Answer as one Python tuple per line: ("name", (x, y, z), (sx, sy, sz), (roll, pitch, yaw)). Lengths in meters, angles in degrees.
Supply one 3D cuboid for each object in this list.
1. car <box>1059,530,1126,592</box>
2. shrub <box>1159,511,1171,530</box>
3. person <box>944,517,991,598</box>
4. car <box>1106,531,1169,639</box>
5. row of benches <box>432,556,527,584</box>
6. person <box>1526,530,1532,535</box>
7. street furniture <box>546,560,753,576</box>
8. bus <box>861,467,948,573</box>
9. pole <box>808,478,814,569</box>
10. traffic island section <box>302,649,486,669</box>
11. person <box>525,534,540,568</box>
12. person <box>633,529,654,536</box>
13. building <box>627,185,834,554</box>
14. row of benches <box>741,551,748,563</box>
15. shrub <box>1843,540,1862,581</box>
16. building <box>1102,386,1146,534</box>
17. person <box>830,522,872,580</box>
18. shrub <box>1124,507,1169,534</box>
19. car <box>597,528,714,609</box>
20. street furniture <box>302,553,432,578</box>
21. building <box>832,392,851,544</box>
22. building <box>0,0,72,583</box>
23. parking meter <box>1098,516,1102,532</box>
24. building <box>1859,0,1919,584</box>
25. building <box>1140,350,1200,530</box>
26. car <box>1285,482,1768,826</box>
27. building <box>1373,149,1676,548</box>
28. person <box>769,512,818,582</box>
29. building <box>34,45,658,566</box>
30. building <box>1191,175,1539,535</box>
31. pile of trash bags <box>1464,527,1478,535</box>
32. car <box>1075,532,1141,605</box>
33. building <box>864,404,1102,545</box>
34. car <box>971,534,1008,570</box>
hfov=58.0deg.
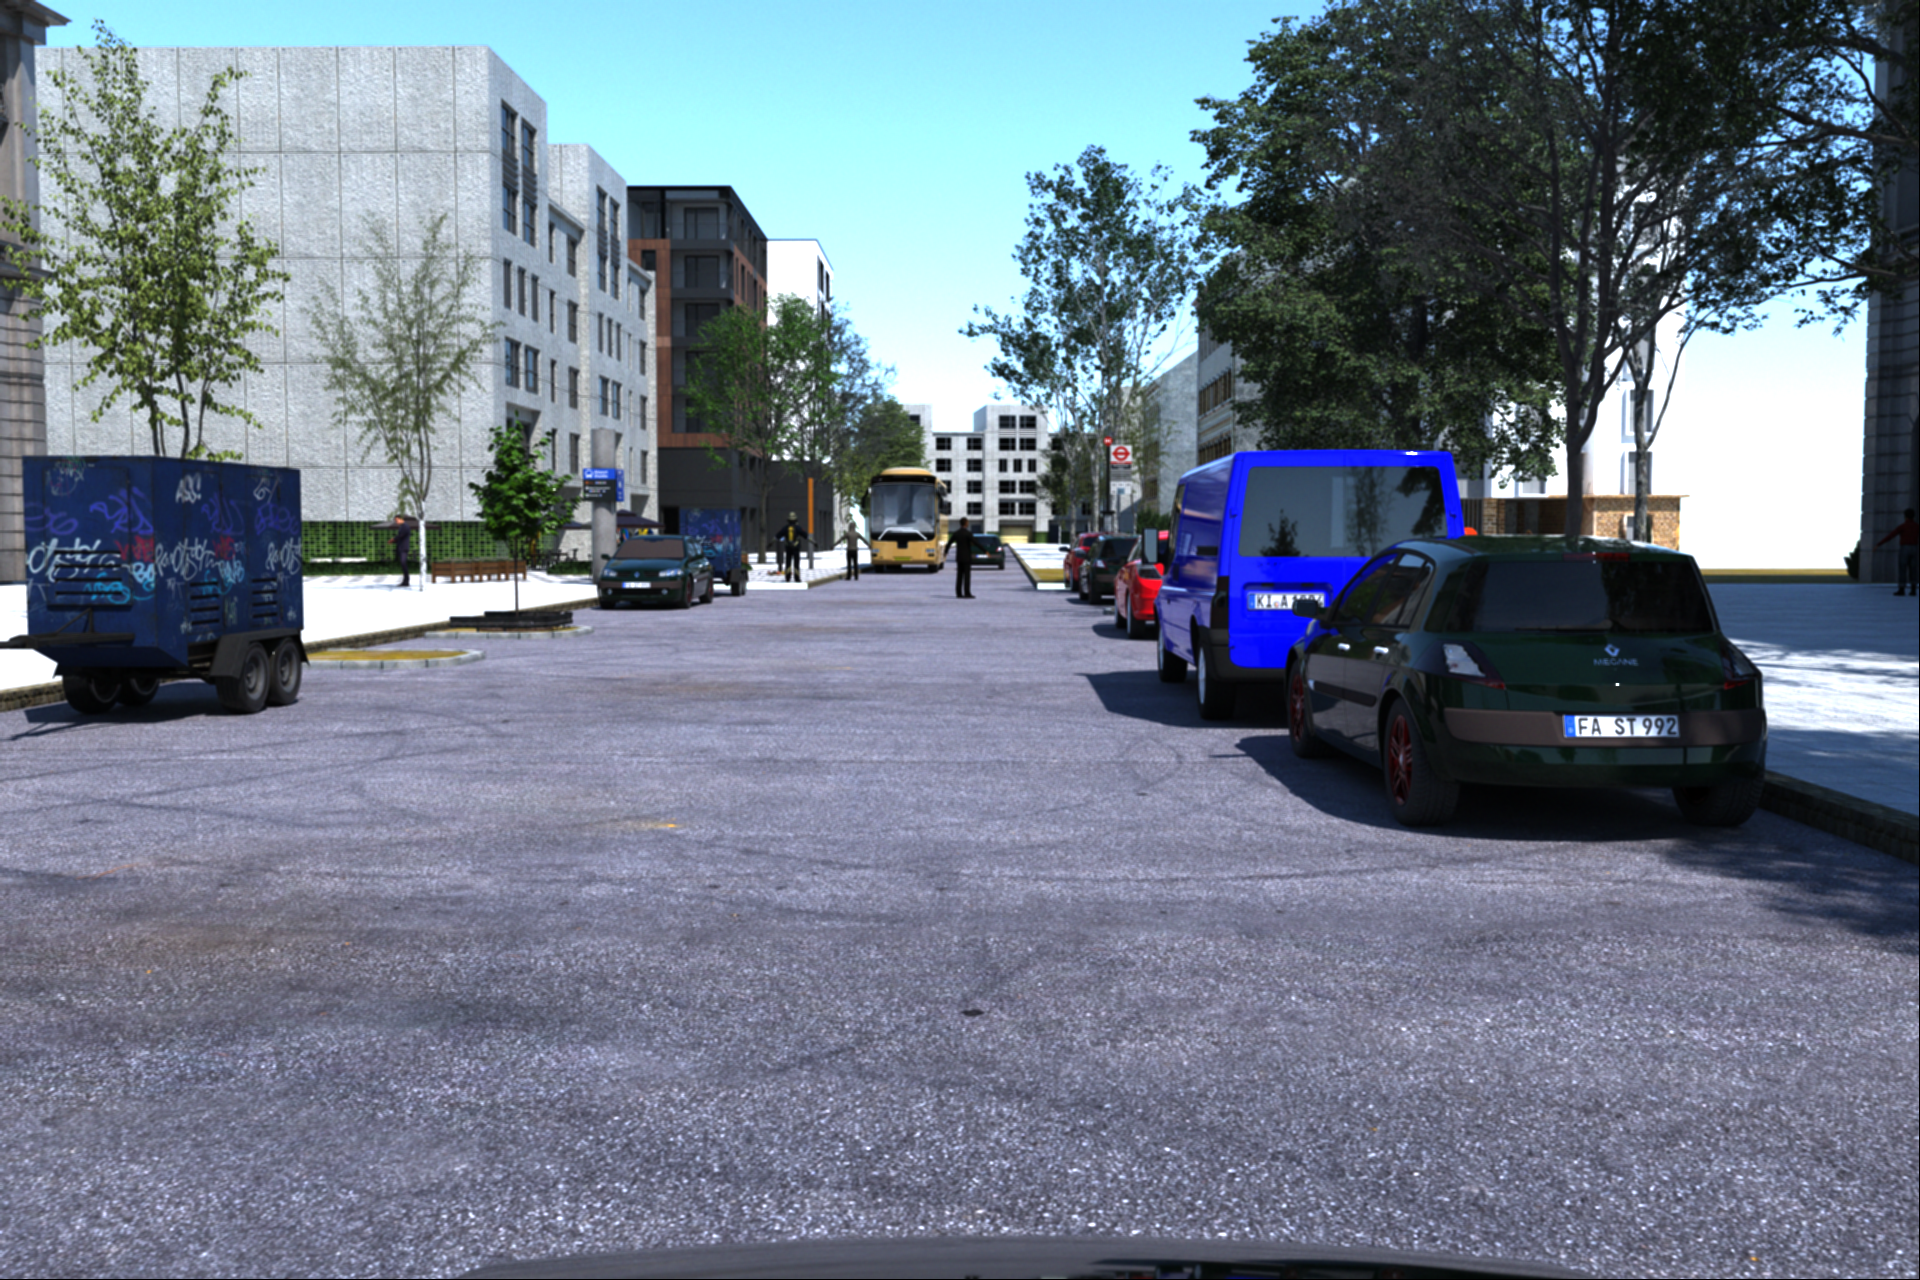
("car", (3.648, -2.172, 44.557), (2.155, 1.783, 4.494), (0, 3, 0))
("shrub", (6.999, -3.355, 58.903), (1.661, 2.075, 1.752), (0, 3, 0))
("person", (0.106, -1.834, 38.673), (1.346, 1.802, 0.704), (3, 5, 41))
("car", (3.225, -0.984, 25.123), (2.155, 1.783, 4.494), (0, 4, 2))
("row of benches", (-12.973, -1.912, 46.721), (1.422, 0.672, 4.104), (1, 4, 14))
("person", (21.351, -3.427, 65.291), (0.991, 1.433, 0.599), (-3, 5, -39))
("street furniture", (-9.833, -2.470, 56.013), (5.734, 0.657, 10.072), (0, 4, 6))
("bus", (-1.908, -4.640, 67.406), (2.896, 3.916, 12.252), (0, 4, 1))
("pole", (-5.442, -4.244, 63.230), (0.158, 3.312, 0.155), (0, 3, 0))
("traffic island section", (-6.428, 0.216, 19.342), (1.991, 0.108, 1.994), (0, 4, 1))
("person", (-16.129, -3.637, 65.241), (0.705, 1.858, 1.354), (0, 4, -3))
("person", (-11.376, -3.443, 62.257), (1.349, 1.833, 0.705), (2, 4, 27))
("building", (-23.845, -16.772, 118.190), (27.936, 21.610, 32.646), (0, 4, 0))
("row of benches", (-9.769, -2.994, 64.408), (4.104, 0.672, 1.422), (0, 4, -7))
("shrub", (24.773, -2.223, 47.459), (1.383, 1.207, 1.383), (0, 3, 0))
("building", (27.063, -21.317, 214.985), (16.747, 18.905, 31.486), (0, 4, 1))
("person", (-3.360, -2.768, 53.842), (1.348, 1.813, 0.705), (-1, 4, -21))
("shrub", (5.343, -2.760, 49.168), (1.661, 2.075, 1.752), (0, 3, 0))
("car", (-5.996, -1.502, 34.347), (2.009, 1.686, 4.222), (0, 4, 1))
("street furniture", (-20.948, -2.244, 52.322), (5.734, 0.657, 10.072), (3, 5, 42))
("building", (-23.351, -21.398, 216.317), (16.747, 18.905, 31.486), (0, 4, 1))
("building", (-29.638, -11.738, 32.570), (13.314, 22.015, 24.055), (0, 4, 2))
("parking meter", (4.790, -3.168, 57.507), (0.399, 1.863, 0.255), (0, 4, -1))
("building", (27.709, -11.604, 30.377), (13.314, 22.015, 24.055), (0, 4, 2))
("building", (28.959, -21.283, 178.907), (19.493, 23.208, 18.063), (0, 4, 1))
("car", (3.002, -0.006, 9.886), (2.009, 1.686, 4.222), (0, 3, 0))
("building", (27.293, -14.394, 91.764), (16.016, 20.090, 11.380), (0, 4, 1))
("person", (-4.462, -2.473, 46.213), (1.354, 1.856, 0.705), (0, 4, 6))
("building", (-25.168, -12.994, 78.910), (16.747, 18.905, 31.486), (0, 4, 1))
("building", (24.600, -16.718, 104.273), (19.493, 23.208, 18.063), (0, 4, 2))
("pile of trash bags", (6.635, -0.733, 21.739), (1.912, 1.369, 3.447), (0, 4, 1))
("car", (3.450, -1.625, 36.361), (2.009, 1.686, 4.222), (0, 4, 0))
("building", (2.738, -22.825, 242.111), (31.486, 18.905, 16.747), (0, 4, -6))
("car", (0.965, -3.711, 70.457), (2.009, 1.686, 4.222), (0, 4, 2))
